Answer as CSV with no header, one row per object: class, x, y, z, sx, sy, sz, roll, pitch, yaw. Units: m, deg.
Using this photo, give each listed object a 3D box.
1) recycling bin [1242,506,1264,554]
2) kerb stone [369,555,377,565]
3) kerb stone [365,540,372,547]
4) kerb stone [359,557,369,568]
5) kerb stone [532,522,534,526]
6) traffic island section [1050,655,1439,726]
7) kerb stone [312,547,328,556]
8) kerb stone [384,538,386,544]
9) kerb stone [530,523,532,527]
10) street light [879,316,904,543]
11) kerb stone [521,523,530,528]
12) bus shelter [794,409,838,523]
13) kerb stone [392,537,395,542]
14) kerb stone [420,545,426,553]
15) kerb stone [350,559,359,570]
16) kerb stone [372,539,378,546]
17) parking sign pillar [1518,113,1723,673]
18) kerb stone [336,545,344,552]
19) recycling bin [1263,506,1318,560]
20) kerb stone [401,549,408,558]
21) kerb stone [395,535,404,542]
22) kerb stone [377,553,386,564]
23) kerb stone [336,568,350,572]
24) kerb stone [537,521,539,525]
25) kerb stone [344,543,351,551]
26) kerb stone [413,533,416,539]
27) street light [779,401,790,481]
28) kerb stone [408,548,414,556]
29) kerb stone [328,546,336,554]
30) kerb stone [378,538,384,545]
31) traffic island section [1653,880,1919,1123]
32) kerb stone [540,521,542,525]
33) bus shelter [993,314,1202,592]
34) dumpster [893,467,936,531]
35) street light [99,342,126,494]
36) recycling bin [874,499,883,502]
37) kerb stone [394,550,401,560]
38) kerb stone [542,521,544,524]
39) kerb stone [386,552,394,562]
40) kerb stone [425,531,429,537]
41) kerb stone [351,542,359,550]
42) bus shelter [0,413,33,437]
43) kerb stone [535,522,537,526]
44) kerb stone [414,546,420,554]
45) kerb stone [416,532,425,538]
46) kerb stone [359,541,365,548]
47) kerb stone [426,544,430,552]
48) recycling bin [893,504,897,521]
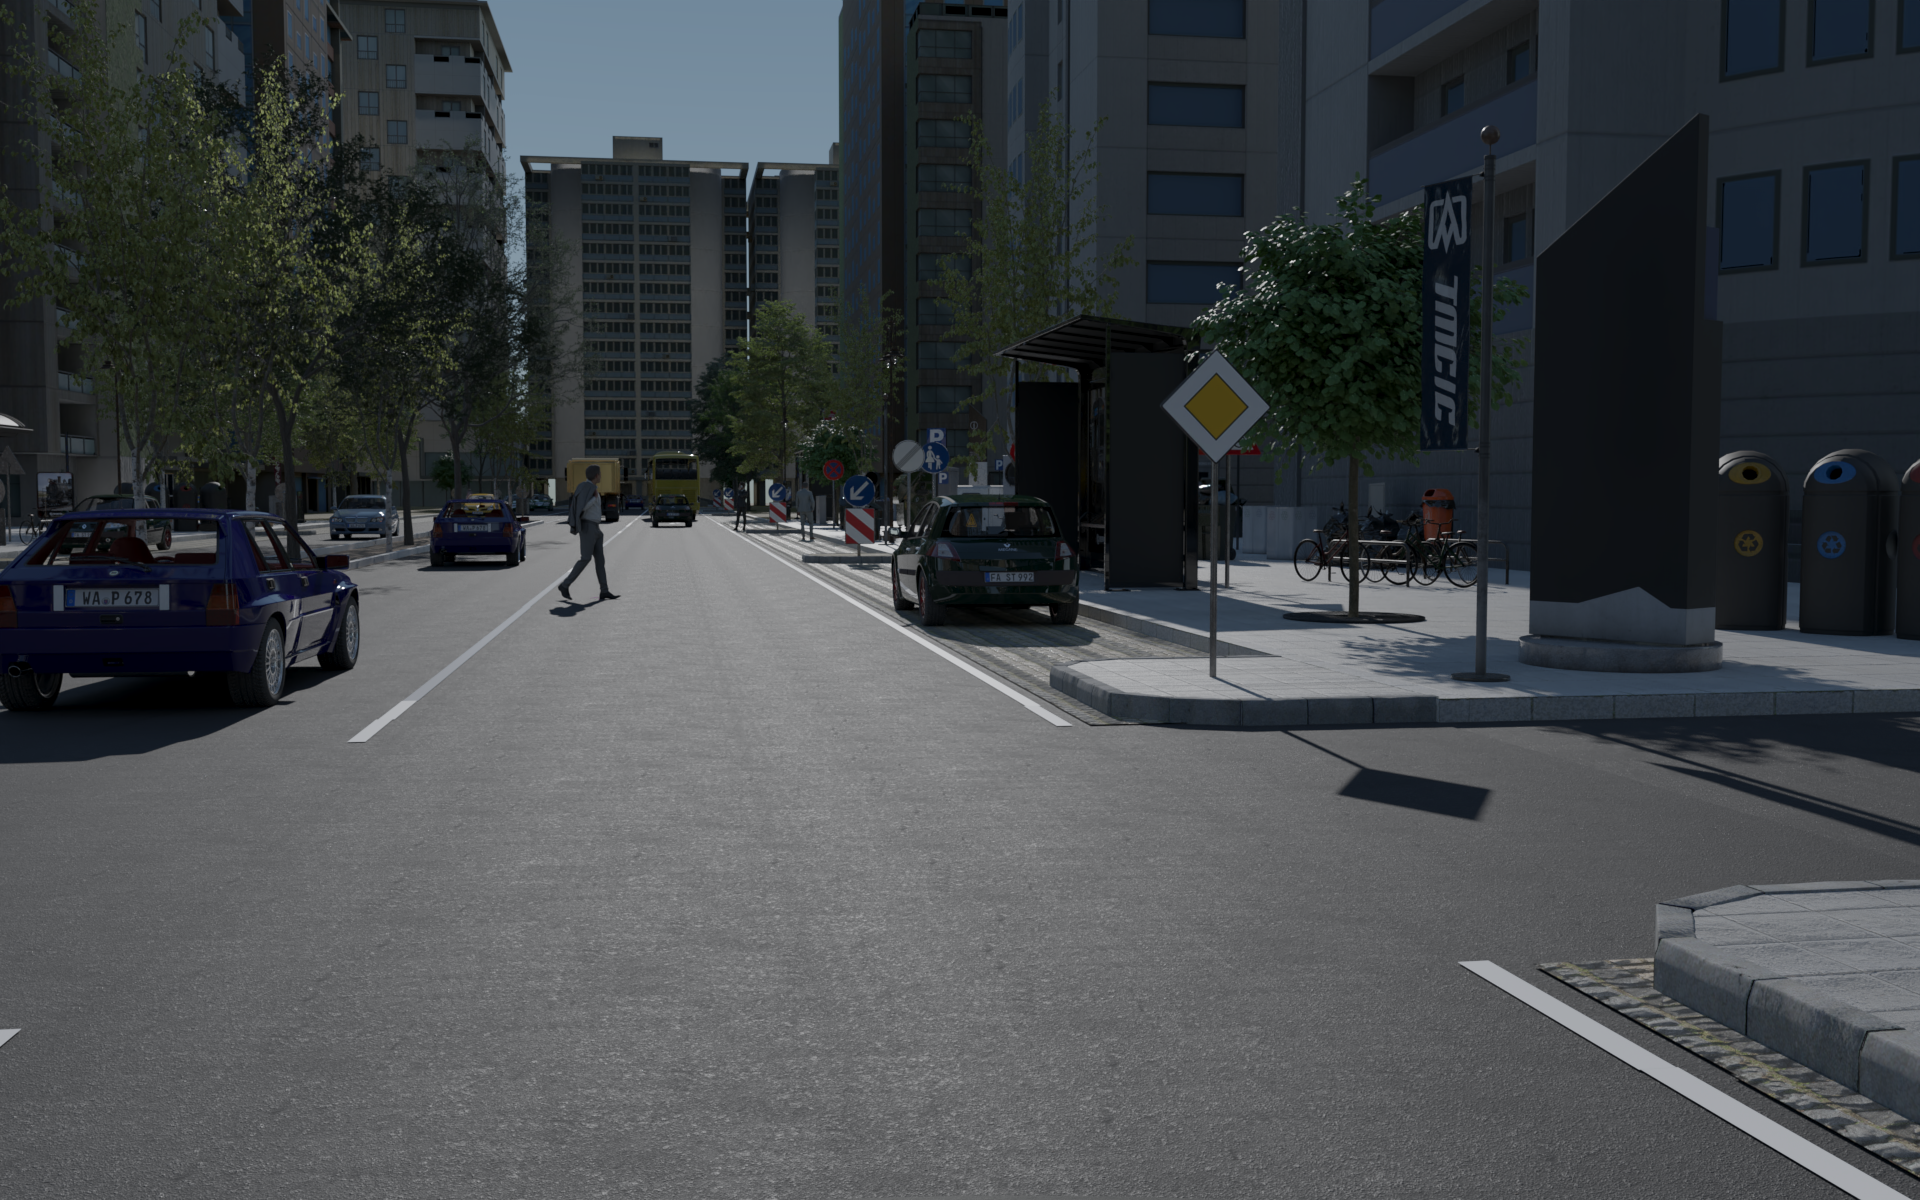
recycling bin,6.569,-1.510,37.249,0.722,1.027,0.722,-2,4,-33
kerb stone,-11.931,-0.773,34.863,0.120,0.150,1.000,-1,4,-10
kerb stone,-16.032,-1.491,46.576,0.120,0.150,1.000,-1,4,-10
kerb stone,-11.746,-0.711,33.854,0.120,0.150,1.000,-1,4,-10
kerb stone,-18.750,-3.250,75.325,0.120,0.150,1.000,-1,4,-10
traffic island section,1.793,0.618,12.170,2.009,0.180,2.903,-1,4,-10
kerb stone,-15.008,-1.121,40.525,0.120,0.150,1.000,-1,4,-10
kerb stone,-16.544,-1.676,49.603,0.120,0.150,1.000,-1,4,-10
kerb stone,-18.585,-3.186,74.307,0.120,0.150,1.000,-1,4,-10
street light,-1.791,-4.428,45.180,0.468,5.910,1.993,-1,4,-10
kerb stone,-18.410,-3.121,73.300,0.120,0.150,1.000,-1,4,-10
bus shelter,-6.422,-6.236,79.584,2.179,5.291,8.768,-1,4,-10
kerb stone,-16.714,-1.737,50.613,0.120,0.150,1.000,-1,4,-10
kerb stone,-13.117,-1.207,41.948,0.120,0.150,1.000,-1,4,-10
kerb stone,-11.584,-0.647,32.832,0.120,0.150,1.000,-1,4,-10
kerb stone,-16.209,-1.546,47.586,0.120,0.150,1.000,-1,4,-10
parking sign pillar,4.980,-1.499,12.980,1.447,3.967,1.447,-3,4,-38
kerb stone,-15.351,-1.244,42.541,0.120,0.150,1.000,-1,4,-10
recycling bin,6.493,-1.304,33.881,0.722,1.027,0.722,-2,4,-34
kerb stone,-12.604,-1.022,38.908,0.120,0.150,1.000,-1,4,-10
kerb stone,-17.056,-1.854,52.630,0.120,0.150,1.000,-1,4,-10
kerb stone,-12.095,-0.836,35.879,0.120,0.150,1.000,-1,4,-10
kerb stone,-11.413,-0.588,31.821,0.120,0.150,1.000,-1,4,-10
kerb stone,-19.263,-3.434,78.349,0.120,0.150,1.000,-1,4,-10
kerb stone,-15.521,-1.303,43.550,0.120,0.150,1.000,-1,4,-10
kerb stone,-17.395,-1.985,54.655,0.120,0.150,1.000,-1,4,-10
street light,-8.705,-6.933,86.135,0.468,5.910,1.993,-1,4,-10
kerb stone,-12.780,-1.084,39.915,0.120,0.150,1.000,-1,4,-10
kerb stone,-15.179,-1.180,41.533,0.120,0.150,1.000,-1,4,-10
kerb stone,-16.367,-1.615,48.595,0.120,0.150,1.000,-1,4,-10
traffic island section,3.123,1.100,4.296,2.009,0.180,2.903,-1,4,-10
kerb stone,-19.601,-3.558,80.371,0.120,0.150,1.000,-1,4,-10
bus shelter,1.906,-2.114,25.849,1.731,3.624,6.357,-1,4,-10
dumpster,-1.303,-3.127,53.627,1.502,2.255,1.985,-1,4,-9
street light,-24.095,-4.696,49.571,0.468,5.910,1.993,-1,4,-10
recycling bin,-3.675,-3.842,75.366,0.722,1.027,0.722,-1,4,-22
kerb stone,-12.437,-0.960,37.899,0.120,0.150,1.000,-1,4,-10
kerb stone,-19.776,-3.614,81.378,0.120,0.150,1.000,-1,4,-10
kerb stone,-12.261,-0.899,36.890,0.120,0.150,1.000,-1,4,-10
kerb stone,-17.906,-2.171,57.704,0.120,0.150,1.000,-1,4,-10
kerb stone,-15.691,-1.368,44.560,0.120,0.150,1.000,-1,4,-10
bus shelter,-23.449,-2.820,40.024,2.014,3.302,5.546,-1,4,-10
kerb stone,-19.092,-3.373,77.341,0.120,0.150,1.000,-1,4,-10
kerb stone,-12.952,-1.146,40.926,0.120,0.150,1.000,-1,4,-10
kerb stone,-17.726,-2.109,56.685,0.120,0.150,1.000,-1,4,-10
kerb stone,-15.862,-1.430,45.568,0.120,0.150,1.000,-1,4,-10
kerb stone,-13.283,-1.262,42.958,0.120,0.150,1.000,-1,4,-10
recycling bin,-3.310,-4.350,83.675,0.722,1.027,0.722,2,4,27
